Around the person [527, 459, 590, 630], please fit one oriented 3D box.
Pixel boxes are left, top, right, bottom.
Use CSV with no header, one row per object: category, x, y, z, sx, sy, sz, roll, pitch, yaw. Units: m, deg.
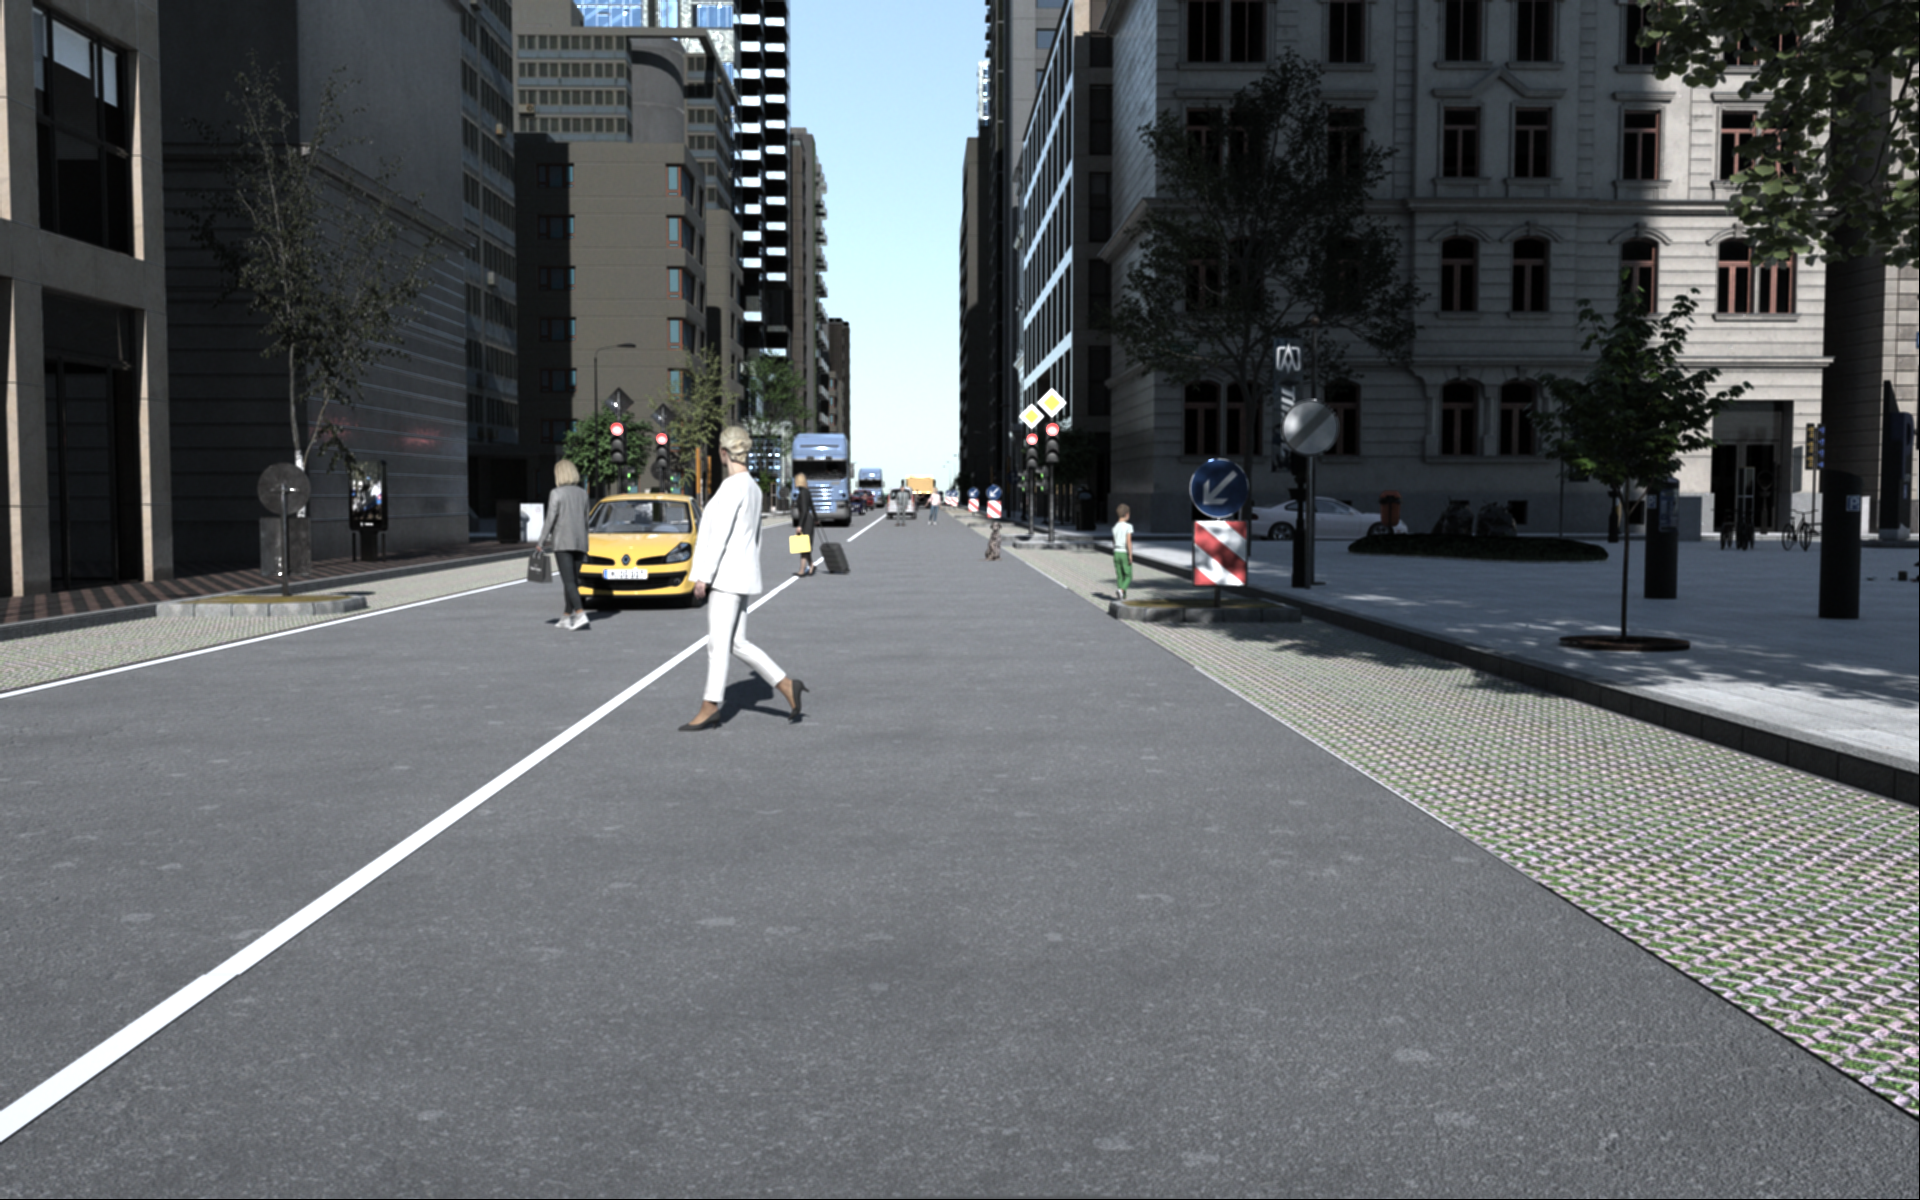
person,-4.193,-0.588,18.305,0.728,1.800,0.709,3,5,44

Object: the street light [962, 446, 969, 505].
street light,0.898,-11.831,165.982,1.470,5.913,1.316,0,4,-1

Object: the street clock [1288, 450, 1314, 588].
street clock,4.671,-1.174,23.763,0.358,2.002,0.471,0,4,2

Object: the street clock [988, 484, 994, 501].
street clock,2.190,-7.103,120.696,0.471,2.002,0.358,0,4,1

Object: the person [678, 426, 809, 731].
person,-1.318,-0.134,10.562,0.818,1.842,0.514,-1,4,-13

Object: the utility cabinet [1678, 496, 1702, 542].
utility cabinet,19.571,-2.195,47.053,1.020,1.237,0.306,1,4,15

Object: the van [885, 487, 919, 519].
van,-3.355,-5.670,99.715,2.013,2.044,4.112,0,4,0

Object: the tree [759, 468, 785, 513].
tree,-13.408,-7.575,118.450,1.663,3.219,1.824,0,3,0

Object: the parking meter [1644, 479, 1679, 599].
parking meter,8.629,-0.788,21.295,0.372,1.533,0.369,0,3,0

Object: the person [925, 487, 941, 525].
person,-1.306,-4.418,81.411,0.731,1.740,0.598,-2,4,-26

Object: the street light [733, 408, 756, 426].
street light,-11.643,-7.382,93.238,1.470,5.913,1.316,0,4,-1

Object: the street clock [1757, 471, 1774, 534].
street clock,25.558,-3.085,55.010,0.471,2.002,0.358,1,4,19

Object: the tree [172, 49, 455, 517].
tree,-11.118,-4.851,29.671,4.360,8.622,3.978,0,3,0

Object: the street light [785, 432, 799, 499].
street light,-12.540,-9.628,129.961,1.470,5.913,1.316,0,4,-1

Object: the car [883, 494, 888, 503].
car,-10.112,-13.453,228.759,1.959,1.807,4.718,0,4,-3

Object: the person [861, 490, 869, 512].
person,-7.709,-7.968,139.488,0.721,1.736,1.217,2,4,31

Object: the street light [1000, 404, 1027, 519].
street light,2.754,-7.175,89.859,1.470,5.913,1.316,0,4,-1

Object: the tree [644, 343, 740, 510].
tree,-12.715,-8.136,83.390,4.737,8.622,4.395,0,3,0

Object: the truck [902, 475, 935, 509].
truck,-4.073,-10.852,173.349,3.469,3.379,9.791,0,4,-3

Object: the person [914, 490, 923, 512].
person,-3.377,-8.143,142.174,0.750,1.759,0.617,-1,4,-21

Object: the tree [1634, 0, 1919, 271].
tree,6.569,-5.437,7.023,7.486,12.596,7.792,0,3,0

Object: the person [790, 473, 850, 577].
person,-2.484,-1.324,30.364,0.699,1.804,1.509,3,5,40

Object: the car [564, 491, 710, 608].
car,-4.160,-0.778,22.949,2.015,1.641,3.980,0,4,-3

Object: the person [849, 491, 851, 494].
person,-12.671,-11.681,199.452,1.348,1.831,0.705,1,4,21

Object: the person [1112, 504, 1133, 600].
person,2.094,-0.588,22.368,0.306,1.304,0.590,1,4,20

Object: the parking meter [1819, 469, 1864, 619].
parking meter,9.105,-0.580,17.901,0.372,1.533,0.369,0,3,0

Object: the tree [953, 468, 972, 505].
tree,0.730,-13.983,212.335,4.285,4.588,4.351,0,3,0

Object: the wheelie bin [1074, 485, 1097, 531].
wheelie bin,4.400,-3.239,60.870,0.693,1.594,0.980,-1,4,-20

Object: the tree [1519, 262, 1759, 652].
tree,5.596,-1.226,14.644,1.663,3.219,1.824,0,3,0

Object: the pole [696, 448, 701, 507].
pole,-11.519,-5.044,76.319,0.158,3.312,0.155,0,3,0

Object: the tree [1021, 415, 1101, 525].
tree,4.163,-5.384,71.749,4.285,4.588,4.351,0,3,0

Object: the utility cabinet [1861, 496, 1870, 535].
utility cabinet,28.706,-2.681,55.002,0.306,1.237,1.020,2,4,27

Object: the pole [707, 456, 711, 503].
pole,-13.431,-6.050,92.762,0.158,3.312,0.155,0,3,0

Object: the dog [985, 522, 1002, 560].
dog,0.630,-1.269,37.578,0.800,0.831,0.513,-2,4,-34

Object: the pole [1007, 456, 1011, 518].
pole,2.648,-6.123,93.948,0.158,3.312,0.155,0,3,0

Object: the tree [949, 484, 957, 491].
tree,-0.910,-17.054,273.426,1.663,3.219,1.824,0,3,0

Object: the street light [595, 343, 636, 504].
street light,-10.688,-4.953,53.518,1.470,5.913,1.316,0,4,-1

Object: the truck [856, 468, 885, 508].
truck,-9.442,-12.020,186.290,2.967,4.110,18.799,0,4,-1

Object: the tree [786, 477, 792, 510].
tree,-13.613,-9.015,142.004,1.663,3.219,1.824,0,3,0

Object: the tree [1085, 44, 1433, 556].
tree,6.199,-6.182,35.494,7.601,10.594,8.767,-1,4,-17

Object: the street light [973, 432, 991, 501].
street light,1.730,-9.572,129.036,1.470,5.913,1.316,0,4,-1

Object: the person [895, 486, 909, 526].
person,-2.632,-4.263,78.304,0.635,1.810,0.391,0,4,-2

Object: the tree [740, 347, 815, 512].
tree,-14.088,-12.116,123.852,9.928,11.665,9.643,0,3,0

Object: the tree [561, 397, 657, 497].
tree,-11.777,-4.576,58.527,4.285,4.588,4.351,0,3,0

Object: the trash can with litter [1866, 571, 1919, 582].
trash can with litter,14.496,-0.867,25.231,2.233,1.210,1.678,3,5,43

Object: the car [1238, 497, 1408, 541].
car,10.365,-2.277,49.593,4.827,1.381,2.083,0,4,-1

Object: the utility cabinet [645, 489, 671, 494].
utility cabinet,-14.126,-4.424,81.019,1.173,1.500,0.318,1,4,17

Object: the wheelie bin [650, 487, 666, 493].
wheelie bin,-13.888,-4.374,79.426,0.980,1.594,0.693,1,4,19

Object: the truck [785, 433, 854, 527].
truck,-6.475,-5.684,82.692,2.967,4.110,18.799,0,4,-3

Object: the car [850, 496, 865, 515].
car,-7.402,-6.445,117.954,1.945,1.354,3.894,0,4,0

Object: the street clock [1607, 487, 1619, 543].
street clock,17.271,-2.518,45.735,0.471,2.002,0.358,-2,4,-34

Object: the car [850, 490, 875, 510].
car,-8.712,-8.918,154.484,2.281,1.827,5.304,0,4,-3

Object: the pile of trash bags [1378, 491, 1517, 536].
pile of trash bags,12.408,-2.103,44.129,3.447,1.369,1.912,1,4,15

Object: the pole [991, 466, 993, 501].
pole,2.326,-8.075,125.871,0.158,3.312,0.155,0,3,0
